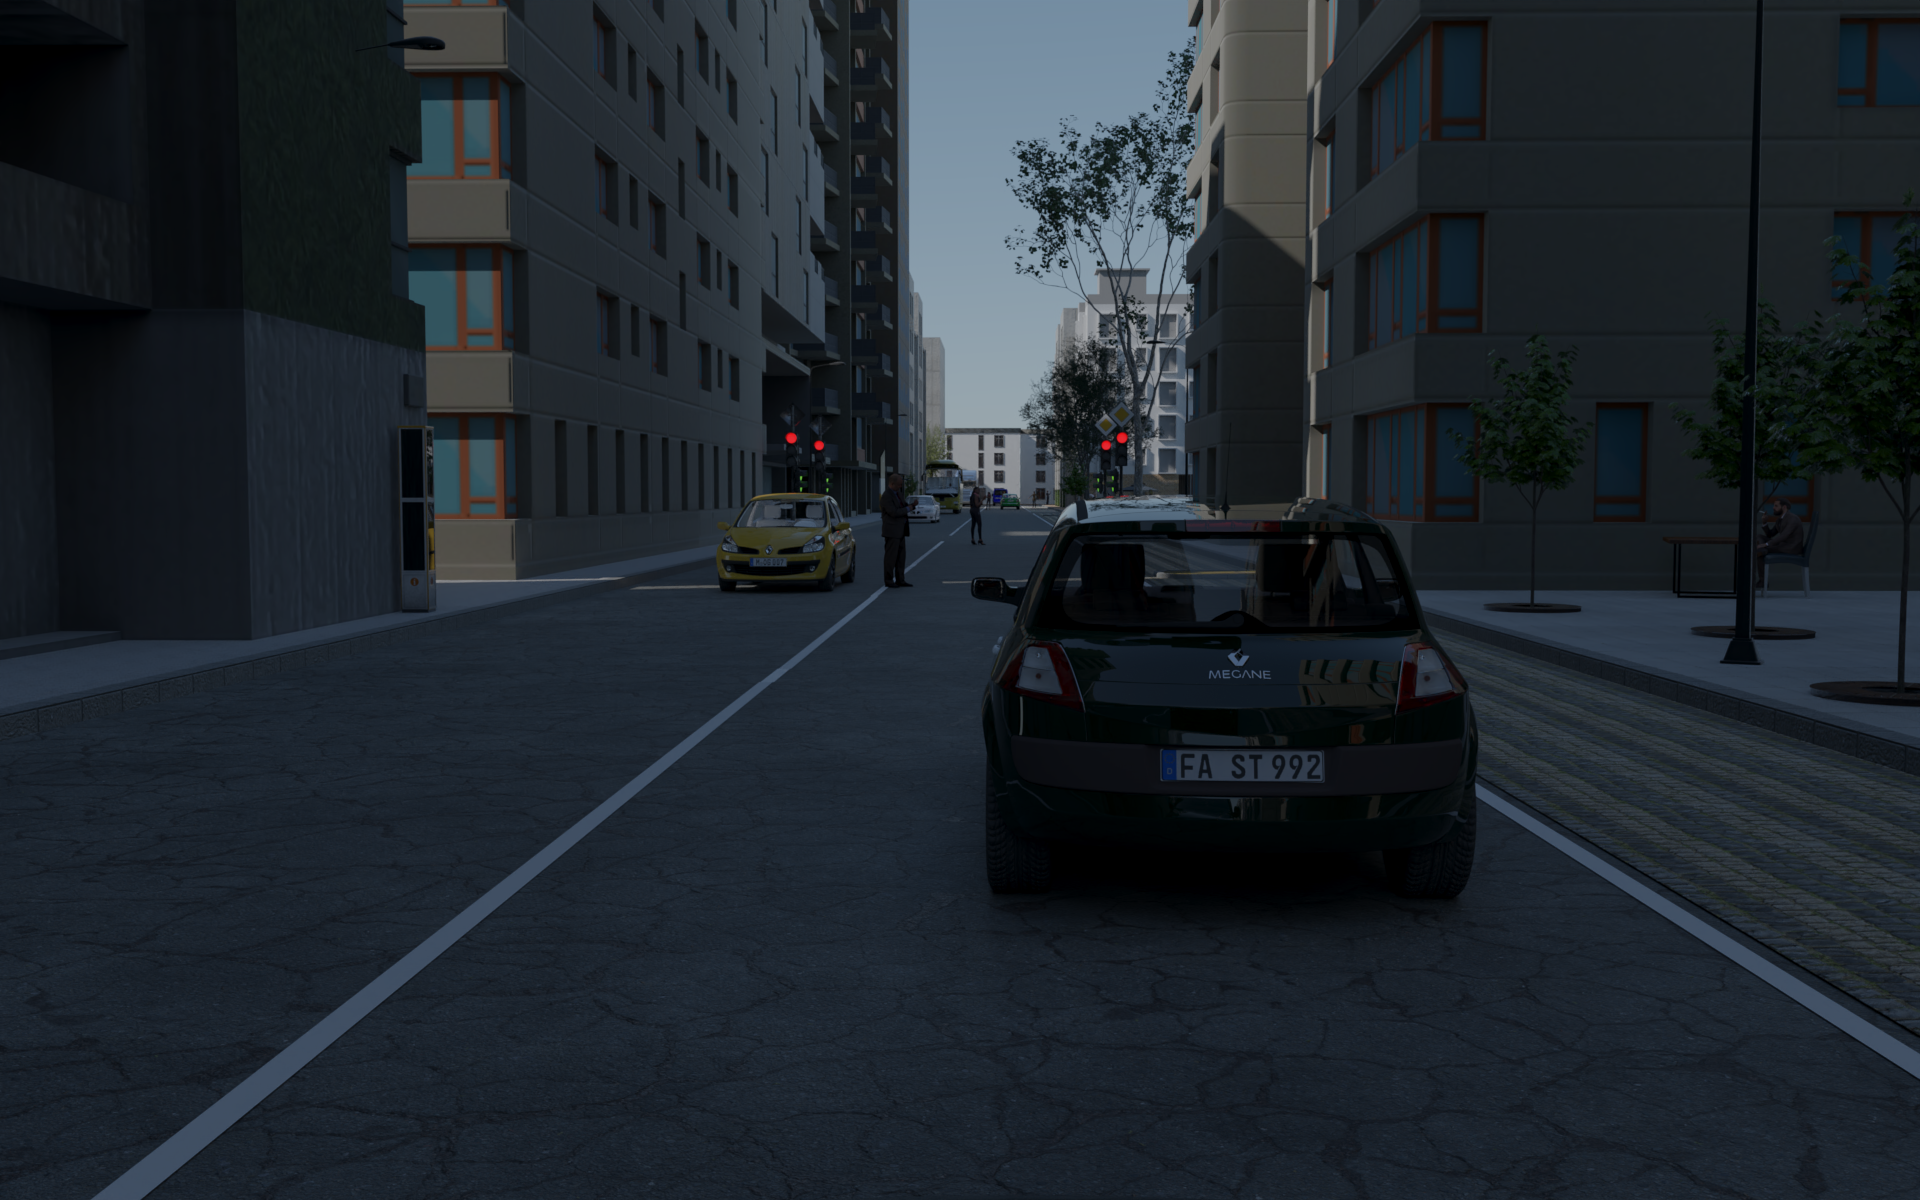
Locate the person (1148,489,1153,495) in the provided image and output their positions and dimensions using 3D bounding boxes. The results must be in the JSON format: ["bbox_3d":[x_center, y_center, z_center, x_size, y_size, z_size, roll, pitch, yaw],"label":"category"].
[{"bbox_3d":[9.405,-4.666,84.868,0.613,1.512,0.480,1,4,18],"label":"person"}]

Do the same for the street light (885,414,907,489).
[{"bbox_3d":[-3.753,-7.832,100.596,1.470,5.913,1.316,0,4,1],"label":"street light"}]

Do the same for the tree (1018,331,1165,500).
[{"bbox_3d":[8.161,-10.120,99.874,7.601,10.594,8.767,-1,4,-13],"label":"tree"}]

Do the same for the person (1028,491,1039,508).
[{"bbox_3d":[7.691,-10.454,180.137,1.217,1.735,0.721,-1,4,-16],"label":"person"}]

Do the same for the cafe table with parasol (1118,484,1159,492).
[{"bbox_3d":[11.264,-6.417,109.779,2.610,1.966,2.610,0,4,8],"label":"cafe table with parasol"}]

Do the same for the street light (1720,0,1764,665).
[{"bbox_3d":[5.397,-2.474,12.990,1.470,5.913,1.316,0,4,1],"label":"street light"}]

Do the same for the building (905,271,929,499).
[{"bbox_3d":[-12.021,-17.478,152.218,16.747,18.905,31.486,0,4,1],"label":"building"}]

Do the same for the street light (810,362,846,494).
[{"bbox_3d":[-4.724,-5.414,61.065,1.470,5.913,1.316,0,4,1],"label":"street light"}]

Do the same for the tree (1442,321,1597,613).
[{"bbox_3d":[6.435,-1.500,19.125,1.663,3.219,1.824,0,3,0],"label":"tree"}]

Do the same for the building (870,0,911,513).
[{"bbox_3d":[-10.912,-28.978,123.908,14.600,45.320,14.200,0,4,1],"label":"building"}]

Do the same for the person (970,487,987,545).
[{"bbox_3d":[0.527,-2.383,48.924,0.593,1.643,0.415,2,4,26],"label":"person"}]

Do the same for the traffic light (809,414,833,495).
[{"bbox_3d":[-4.897,-4.402,60.896,0.839,4.253,0.868,0,4,1],"label":"traffic light"}]

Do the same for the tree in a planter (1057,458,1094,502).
[{"bbox_3d":[5.713,-5.390,85.346,1.991,3.239,1.994,0,4,1],"label":"tree in a planter"}]

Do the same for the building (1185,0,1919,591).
[{"bbox_3d":[20.177,-11.709,36.480,27.650,21.520,28.899,0,4,1],"label":"building"}]

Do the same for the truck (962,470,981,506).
[{"bbox_3d":[0.985,-12.960,201.650,2.967,4.110,18.799,0,4,2],"label":"truck"}]

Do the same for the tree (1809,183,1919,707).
[{"bbox_3d":[5.989,-1.000,10.946,1.663,3.219,1.824,0,3,0],"label":"tree"}]

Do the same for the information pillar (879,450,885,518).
[{"bbox_3d":[-4.092,-6.112,91.281,0.183,3.616,0.504,2,4,24],"label":"information pillar"}]

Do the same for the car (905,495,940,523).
[{"bbox_3d":[-2.009,-4.522,86.303,2.083,1.381,4.827,0,4,3],"label":"car"}]

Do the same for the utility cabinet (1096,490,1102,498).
[{"bbox_3d":[7.332,-5.048,91.215,0.318,1.500,1.173,0,4,1],"label":"utility cabinet"}]

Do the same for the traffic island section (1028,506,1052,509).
[{"bbox_3d":[7.584,-8.545,162.574,1.991,0.108,1.994,0,4,1],"label":"traffic island section"}]

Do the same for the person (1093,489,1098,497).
[{"bbox_3d":[11.329,-8.319,142.769,1.217,1.736,0.721,-3,5,-42],"label":"person"}]

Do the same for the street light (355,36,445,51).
[{"bbox_3d":[-5.922,-2.765,17.756,1.470,5.913,1.316,0,4,1],"label":"street light"}]

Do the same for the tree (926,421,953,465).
[{"bbox_3d":[-2.859,-14.144,181.613,4.737,8.622,4.395,0,3,0],"label":"tree"}]

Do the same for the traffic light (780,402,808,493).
[{"bbox_3d":[-5.091,-3.914,52.913,0.839,4.253,0.868,0,4,1],"label":"traffic light"}]

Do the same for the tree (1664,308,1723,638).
[{"bbox_3d":[7.063,-1.283,15.579,1.663,3.219,1.824,0,3,0],"label":"tree"}]

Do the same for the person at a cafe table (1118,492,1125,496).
[{"bbox_3d":[11.114,-6.706,118.154,1.698,1.524,1.622,1,4,13],"label":"person at a cafe table"}]

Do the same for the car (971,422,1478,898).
[{"bbox_3d":[1.022,0.135,7.575,2.009,1.686,4.222,0,4,3],"label":"car"}]

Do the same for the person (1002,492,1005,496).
[{"bbox_3d":[5.140,-11.612,199.082,0.721,1.743,1.217,-2,4,-26],"label":"person"}]

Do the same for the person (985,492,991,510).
[{"bbox_3d":[2.502,-8.850,154.672,0.593,1.643,0.415,0,4,-7],"label":"person"}]

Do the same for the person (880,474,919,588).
[{"bbox_3d":[-0.931,-1.063,26.559,0.600,1.739,0.565,0,4,-2],"label":"person"}]

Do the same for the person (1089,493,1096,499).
[{"bbox_3d":[10.498,-7.878,138.038,0.799,1.438,0.628,-1,4,-15],"label":"person"}]

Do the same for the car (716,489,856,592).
[{"bbox_3d":[-2.631,-1.008,26.699,2.015,1.641,3.980,0,4,3],"label":"car"}]

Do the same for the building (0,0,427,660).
[{"bbox_3d":[-13.275,-14.717,12.325,14.160,30.474,14.107,0,4,1],"label":"building"}]

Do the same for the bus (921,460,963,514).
[{"bbox_3d":[-1.153,-8.330,127.744,2.896,3.916,12.252,0,4,1],"label":"bus"}]

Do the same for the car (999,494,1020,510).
[{"bbox_3d":[4.632,-9.286,160.625,1.959,1.807,4.718,0,4,0],"label":"car"}]

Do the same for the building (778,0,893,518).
[{"bbox_3d":[-15.530,-27.381,102.296,22.147,44.769,28.867,0,4,1],"label":"building"}]

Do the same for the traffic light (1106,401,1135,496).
[{"bbox_3d":[4.888,-3.900,52.688,0.839,4.253,0.868,0,4,1],"label":"traffic light"}]

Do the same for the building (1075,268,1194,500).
[{"bbox_3d":[18.115,-17.999,150.703,16.016,20.091,11.380,0,4,1],"label":"building"}]

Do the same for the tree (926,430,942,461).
[{"bbox_3d":[-3.610,-14.508,187.571,4.360,8.622,3.978,0,3,0],"label":"tree"}]

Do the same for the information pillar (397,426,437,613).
[{"bbox_3d":[-5.881,-0.873,18.769,0.304,2.012,0.304,0,4,-1],"label":"information pillar"}]

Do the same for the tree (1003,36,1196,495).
[{"bbox_3d":[7.763,-13.317,73.617,12.611,20.169,13.585,0,3,0],"label":"tree"}]

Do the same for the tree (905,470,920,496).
[{"bbox_3d":[-3.956,-8.530,134.059,1.663,3.219,1.824,0,3,0],"label":"tree"}]

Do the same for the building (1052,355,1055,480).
[{"bbox_3d":[18.828,-20.662,194.241,16.016,20.091,11.380,0,4,1],"label":"building"}]

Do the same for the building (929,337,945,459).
[{"bbox_3d":[-17.775,-20.652,204.119,31.486,18.905,16.747,0,4,1],"label":"building"}]

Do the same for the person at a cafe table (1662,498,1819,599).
[{"bbox_3d":[9.731,-0.657,21.598,1.726,1.238,1.698,1,4,19],"label":"person at a cafe table"}]

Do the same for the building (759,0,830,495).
[{"bbox_3d":[-20.256,-29.601,73.215,28.713,52.752,27.495,0,4,1],"label":"building"}]

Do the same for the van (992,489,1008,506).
[{"bbox_3d":[4.900,-12.438,207.739,2.240,2.365,5.245,0,4,2],"label":"van"}]

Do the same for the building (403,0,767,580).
[{"bbox_3d":[-20.727,-11.880,39.280,28.899,21.520,27.650,0,4,1],"label":"building"}]

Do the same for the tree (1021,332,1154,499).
[{"bbox_3d":[9.681,-13.514,131.328,12.009,13.543,11.850,0,3,0],"label":"tree"}]

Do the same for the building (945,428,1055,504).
[{"bbox_3d":[7.729,-17.244,224.078,28.070,9.664,9.099,0,4,1],"label":"building"}]

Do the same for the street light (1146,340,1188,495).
[{"bbox_3d":[6.319,-4.883,52.381,1.470,5.913,1.316,0,4,1],"label":"street light"}]

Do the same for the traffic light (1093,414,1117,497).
[{"bbox_3d":[5.082,-4.388,60.670,0.839,4.253,0.868,0,4,1],"label":"traffic light"}]

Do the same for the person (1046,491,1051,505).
[{"bbox_3d":[10.610,-12.255,207.207,0.742,1.727,0.445,2,4,31],"label":"person"}]

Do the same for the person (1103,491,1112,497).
[{"bbox_3d":[9.600,-6.488,112.565,0.568,1.767,0.683,1,4,18],"label":"person"}]

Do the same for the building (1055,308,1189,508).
[{"bbox_3d":[18.374,-18.742,172.890,16.747,18.905,31.486,0,4,1],"label":"building"}]

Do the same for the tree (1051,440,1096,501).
[{"bbox_3d":[9.508,-11.648,140.812,4.360,8.622,3.978,0,3,0],"label":"tree"}]
